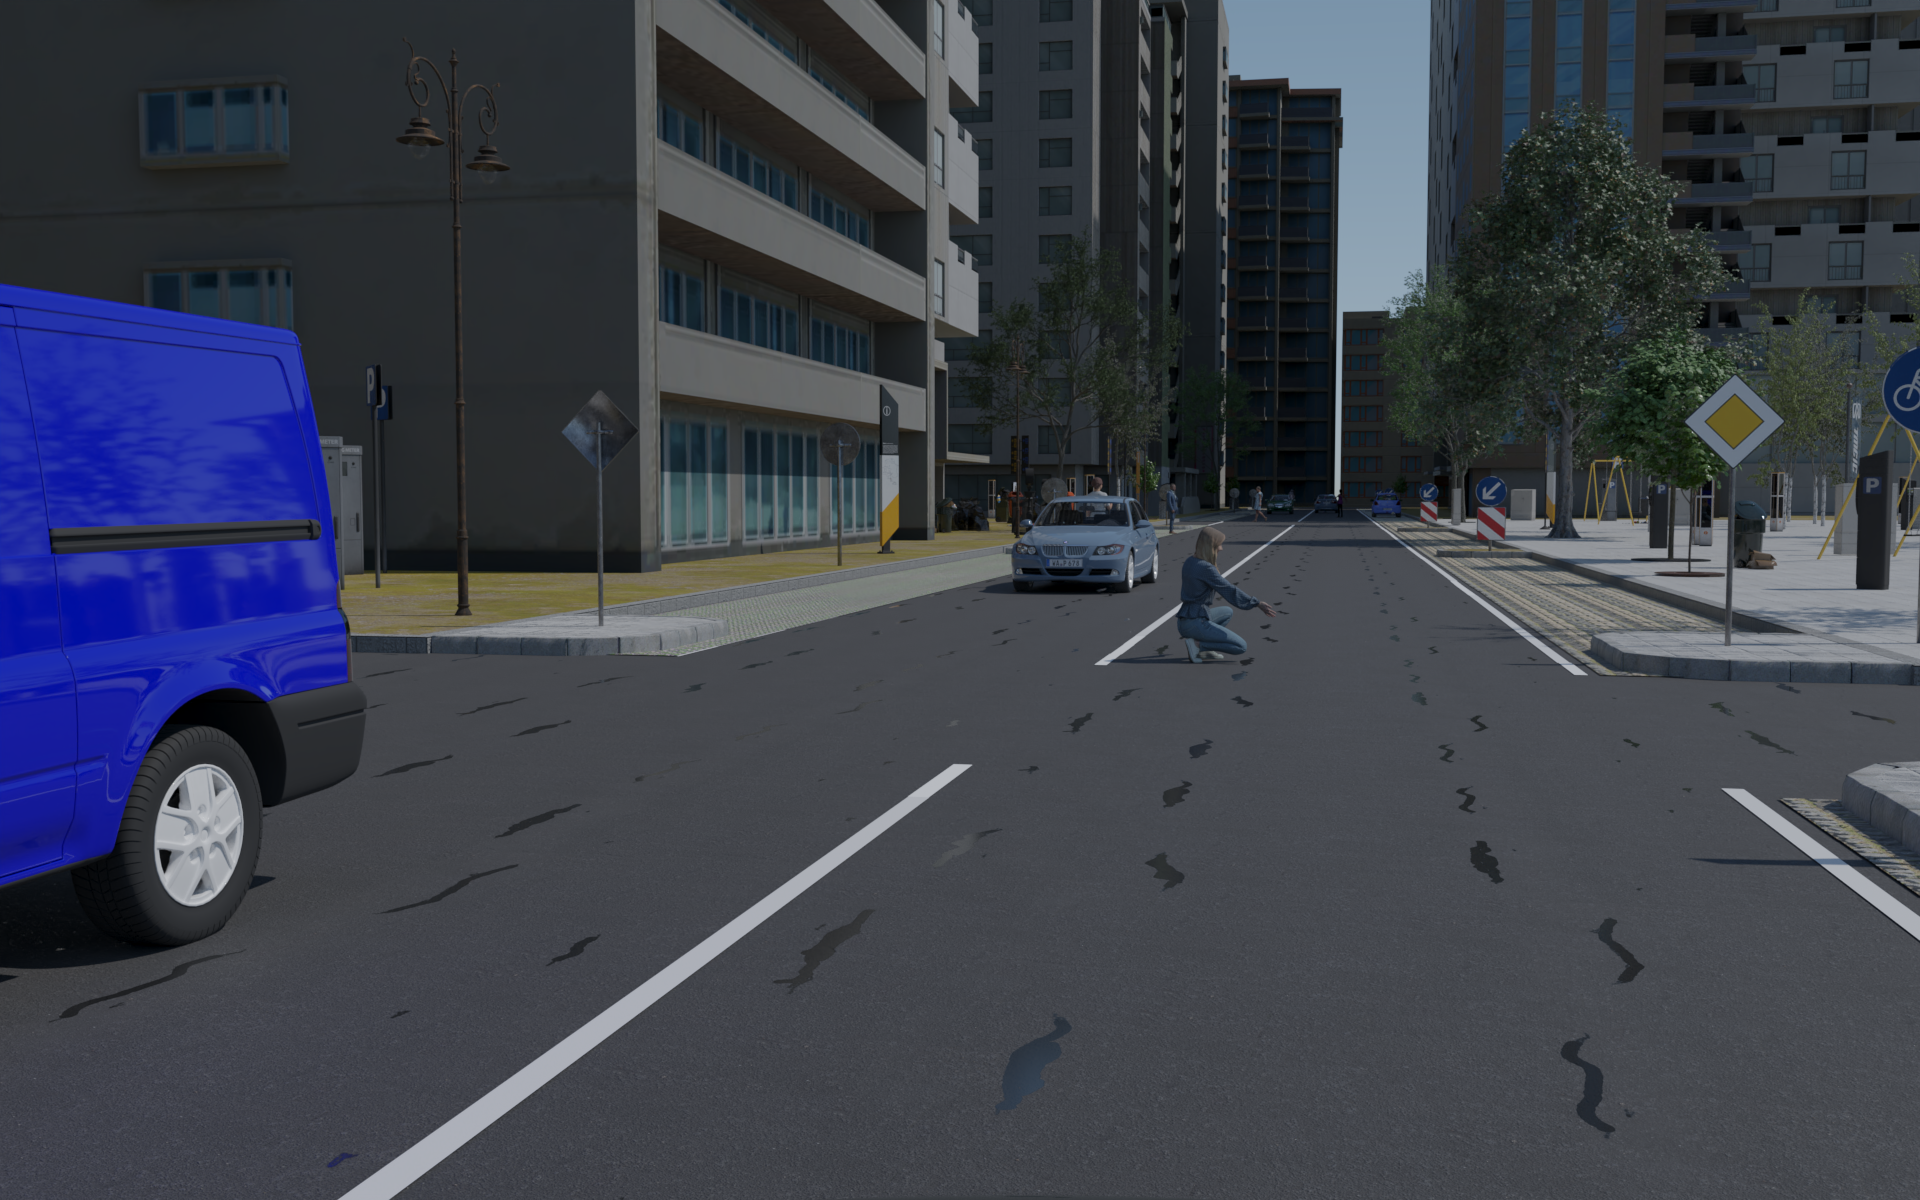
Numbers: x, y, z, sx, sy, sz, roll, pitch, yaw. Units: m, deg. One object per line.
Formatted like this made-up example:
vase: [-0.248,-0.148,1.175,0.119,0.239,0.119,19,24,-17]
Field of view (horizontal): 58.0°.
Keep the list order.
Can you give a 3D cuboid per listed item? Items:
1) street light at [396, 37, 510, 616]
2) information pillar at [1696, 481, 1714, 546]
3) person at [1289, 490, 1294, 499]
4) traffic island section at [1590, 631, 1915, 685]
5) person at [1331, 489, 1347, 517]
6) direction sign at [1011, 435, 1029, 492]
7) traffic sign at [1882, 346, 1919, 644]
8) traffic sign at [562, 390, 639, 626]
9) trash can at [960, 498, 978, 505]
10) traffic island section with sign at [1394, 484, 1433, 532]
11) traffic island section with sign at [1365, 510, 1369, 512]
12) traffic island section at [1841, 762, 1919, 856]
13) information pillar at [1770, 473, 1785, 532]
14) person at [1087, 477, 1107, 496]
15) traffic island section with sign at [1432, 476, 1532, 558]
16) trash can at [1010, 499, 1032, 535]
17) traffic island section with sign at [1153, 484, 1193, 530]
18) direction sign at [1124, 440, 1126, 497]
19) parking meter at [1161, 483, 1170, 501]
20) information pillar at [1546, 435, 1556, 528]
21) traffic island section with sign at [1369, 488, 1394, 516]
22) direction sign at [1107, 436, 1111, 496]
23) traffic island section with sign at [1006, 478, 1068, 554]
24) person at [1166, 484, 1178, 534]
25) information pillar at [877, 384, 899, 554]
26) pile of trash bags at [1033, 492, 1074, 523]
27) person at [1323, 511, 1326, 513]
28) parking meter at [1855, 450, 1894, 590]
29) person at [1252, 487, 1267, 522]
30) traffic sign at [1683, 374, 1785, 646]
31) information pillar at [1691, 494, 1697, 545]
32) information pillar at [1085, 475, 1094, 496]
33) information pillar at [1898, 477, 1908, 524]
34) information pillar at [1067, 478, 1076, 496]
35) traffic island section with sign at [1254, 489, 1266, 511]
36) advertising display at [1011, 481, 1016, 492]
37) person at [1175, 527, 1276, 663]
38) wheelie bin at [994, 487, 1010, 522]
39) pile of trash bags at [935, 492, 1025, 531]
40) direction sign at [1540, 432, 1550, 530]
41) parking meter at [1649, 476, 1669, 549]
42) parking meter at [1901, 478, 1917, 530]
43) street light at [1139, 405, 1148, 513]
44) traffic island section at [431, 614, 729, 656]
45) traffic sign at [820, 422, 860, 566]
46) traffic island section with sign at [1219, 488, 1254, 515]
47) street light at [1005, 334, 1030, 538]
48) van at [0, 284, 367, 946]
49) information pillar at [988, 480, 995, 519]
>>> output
street light: [-5.254,-2.774,18.149,0.468,5.910,1.993,1,4,12]
information pillar: [18.333,-2.325,42.512,0.304,2.012,0.304,2,4,26]
person: [24.689,-7.330,129.007,0.551,1.740,0.621,3,5,41]
traffic island section: [6.504,0.468,14.632,2.009,0.180,2.903,1,4,12]
person: [23.354,-5.958,106.604,1.217,1.739,0.721,-2,4,-29]
direction sign: [2.319,-4.590,67.051,0.876,3.537,0.379,3,5,40]
traffic sign: [8.264,-0.899,14.804,0.768,2.556,0.104,1,4,15]
traffic sign: [-3.479,-0.801,16.738,0.795,2.450,0.064,1,4,12]
trash can: [0.356,-3.371,66.763,0.748,1.137,0.748,0,3,0]
traffic island section with sign: [17.649,-3.495,65.771,1.989,1.847,2.006,1,4,12]
traffic island section with sign: [33.934,-8.079,140.726,1.989,1.847,2.006,1,4,12]
traffic island section: [4.807,0.945,6.829,2.009,0.180,2.903,1,4,12]
information pillar: [27.884,-3.340,59.096,0.304,2.012,0.304,-2,4,-24]
person: [2.726,-1.510,33.751,0.480,1.755,0.524,1,4,16]
traffic island section with sign: [11.911,-1.884,39.431,1.989,1.847,2.006,1,4,12]
trash can: [1.921,-2.613,54.379,0.748,1.137,0.748,0,3,0]
traffic island section with sign: [8.388,-3.750,69.934,1.989,1.847,2.006,1,4,12]
direction sign: [6.984,-4.978,73.387,0.379,3.537,0.876,0,4,2]
parking meter: [10.702,-5.176,90.335,0.399,1.863,0.255,3,4,38]
information pillar: [22.347,-4.532,65.445,0.183,3.616,0.504,-1,4,-12]
traffic island section with sign: [28.145,-6.449,114.069,1.989,1.847,2.006,1,4,12]
direction sign: [5.851,-4.649,68.003,0.379,3.537,0.876,1,4,14]
traffic island section with sign: [2.247,-2.020,41.654,1.989,1.847,2.006,1,4,12]
person: [7.620,-3.278,62.271,0.419,1.800,0.721,1,4,17]
information pillar: [-1.532,-2.803,37.182,0.504,3.616,0.183,-3,5,-44]
pile of trash bags: [3.627,-3.978,74.788,1.912,1.369,3.447,-3,5,-44]
person: [28.314,-7.513,134.563,0.599,1.433,0.991,3,4,39]
parking meter: [12.277,-1.075,23.281,0.255,1.863,0.399,-3,5,-44]
person: [15.339,-4.900,88.710,0.778,1.811,0.616,1,4,16]
traffic sign: [6.479,-0.668,14.560,0.795,2.450,0.064,1,4,12]
information pillar: [18.559,-2.382,43.434,0.304,2.012,0.304,1,4,9]
information pillar: [4.937,-3.771,66.147,0.304,2.012,0.304,-1,4,-11]
information pillar: [40.227,-4.241,73.831,0.304,2.012,0.304,0,4,2]
information pillar: [5.100,-4.592,79.578,0.304,2.012,0.304,-2,4,-29]
traffic island section with sign: [24.247,-8.209,142.840,1.989,1.847,2.006,1,4,12]
advertising display: [2.778,-5.089,88.411,0.123,1.923,0.974,1,4,14]
person: [2.195,-0.059,14.970,0.738,1.151,1.012,-1,4,-12]
wheelie bin: [1.960,-4.349,79.013,0.693,1.594,0.980,1,4,12]
pile of trash bags: [0.550,-3.120,60.762,3.447,1.369,1.912,-1,4,-8]
direction sign: [21.144,-4.312,62.491,0.379,3.537,0.876,2,4,24]
parking meter: [16.443,-2.144,40.772,0.399,1.863,0.255,0,4,3]
parking meter: [35.549,-3.613,64.784,0.399,1.863,0.255,1,4,18]
street light: [8.732,-6.666,81.782,0.468,5.910,1.993,1,4,12]
traffic island section: [-3.503,0.335,16.805,2.009,0.180,2.903,1,4,12]
traffic sign: [-2.149,-1.880,30.848,0.768,2.556,0.104,1,4,17]
traffic island section with sign: [18.516,-6.598,116.499,1.989,1.847,2.006,1,4,12]
street light: [1.667,-4.721,49.981,0.468,5.910,1.993,1,4,12]
van: [-3.647,0.018,4.086,2.240,2.365,5.245,1,4,11]
information pillar: [1.666,-5.277,90.771,0.304,2.012,0.304,1,4,17]
